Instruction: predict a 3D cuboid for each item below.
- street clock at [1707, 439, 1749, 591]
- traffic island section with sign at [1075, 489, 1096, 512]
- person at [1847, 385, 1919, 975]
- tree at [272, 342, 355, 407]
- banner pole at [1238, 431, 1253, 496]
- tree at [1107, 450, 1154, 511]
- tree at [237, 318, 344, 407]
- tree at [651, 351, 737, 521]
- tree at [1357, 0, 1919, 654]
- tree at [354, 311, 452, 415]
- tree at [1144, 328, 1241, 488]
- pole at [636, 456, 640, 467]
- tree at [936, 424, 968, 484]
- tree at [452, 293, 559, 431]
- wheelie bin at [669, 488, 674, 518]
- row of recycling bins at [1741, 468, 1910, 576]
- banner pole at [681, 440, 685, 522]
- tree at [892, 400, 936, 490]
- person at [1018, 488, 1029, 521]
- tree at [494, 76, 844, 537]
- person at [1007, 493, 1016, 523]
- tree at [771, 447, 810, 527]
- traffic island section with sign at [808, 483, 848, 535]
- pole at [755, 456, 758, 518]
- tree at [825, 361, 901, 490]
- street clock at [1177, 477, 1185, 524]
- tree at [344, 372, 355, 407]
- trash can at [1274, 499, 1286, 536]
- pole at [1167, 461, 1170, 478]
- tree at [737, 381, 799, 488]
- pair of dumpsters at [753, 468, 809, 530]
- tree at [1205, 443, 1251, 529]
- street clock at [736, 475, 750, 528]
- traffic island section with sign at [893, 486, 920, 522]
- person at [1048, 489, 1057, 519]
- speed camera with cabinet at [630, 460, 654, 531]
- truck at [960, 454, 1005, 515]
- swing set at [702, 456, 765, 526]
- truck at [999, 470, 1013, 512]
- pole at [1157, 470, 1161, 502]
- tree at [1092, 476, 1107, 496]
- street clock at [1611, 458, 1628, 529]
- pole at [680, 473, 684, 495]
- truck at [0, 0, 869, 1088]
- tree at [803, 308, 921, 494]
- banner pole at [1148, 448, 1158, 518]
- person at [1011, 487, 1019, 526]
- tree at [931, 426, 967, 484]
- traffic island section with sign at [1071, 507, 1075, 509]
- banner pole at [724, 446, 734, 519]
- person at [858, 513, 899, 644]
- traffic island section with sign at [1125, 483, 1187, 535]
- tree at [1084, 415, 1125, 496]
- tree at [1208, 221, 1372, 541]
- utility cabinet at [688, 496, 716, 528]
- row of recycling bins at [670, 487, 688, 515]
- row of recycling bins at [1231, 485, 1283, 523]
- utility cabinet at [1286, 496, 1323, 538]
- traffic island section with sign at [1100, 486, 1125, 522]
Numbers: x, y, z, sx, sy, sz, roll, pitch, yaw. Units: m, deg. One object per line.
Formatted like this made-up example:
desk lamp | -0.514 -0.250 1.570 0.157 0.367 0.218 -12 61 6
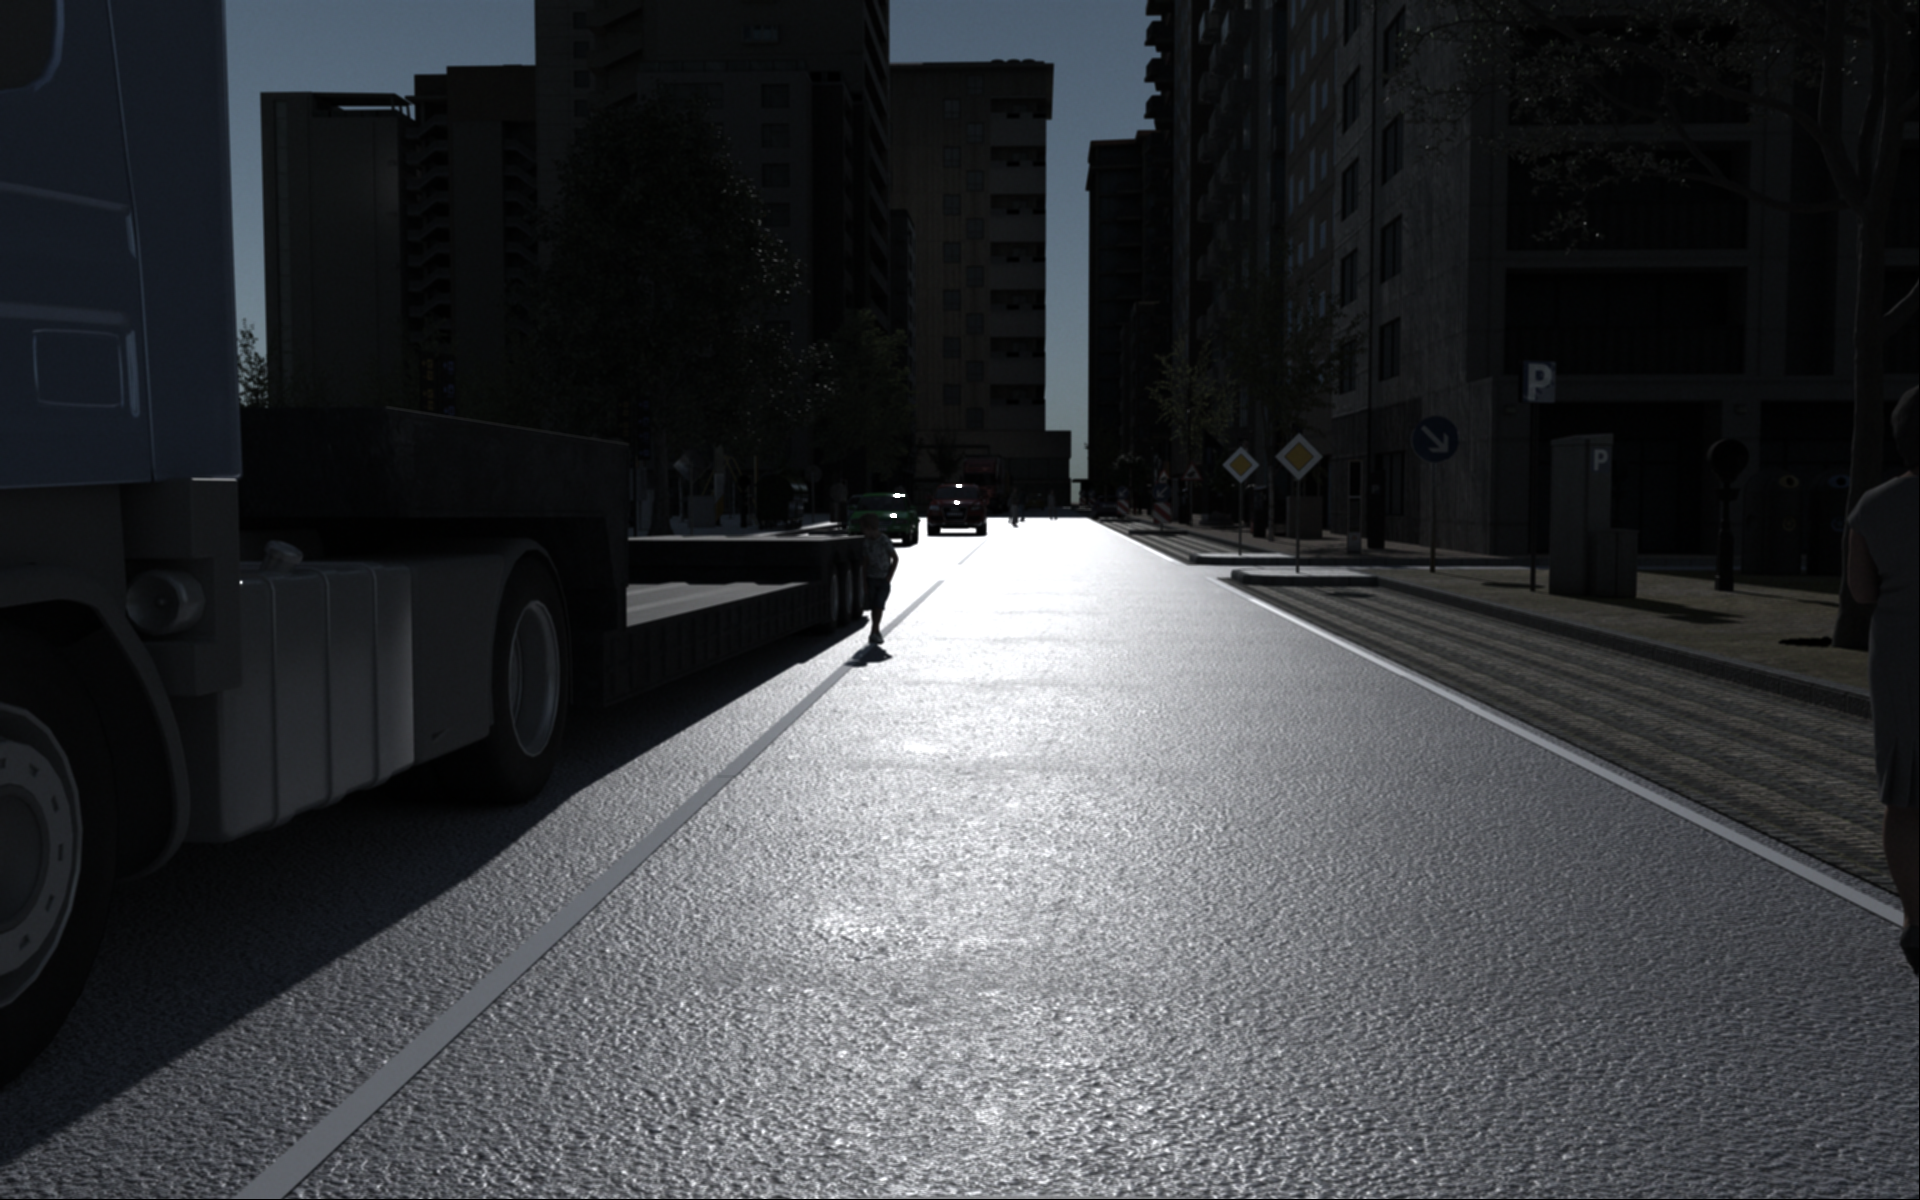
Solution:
street clock | 10.165 -1.126 22.979 0.471 2.002 0.358 0 4 8
traffic island section with sign | 10.396 -7.931 138.293 1.989 1.847 2.006 0 4 3
person | 3.060 0.225 5.175 0.532 1.782 0.716 -3 5 -45
tree | -30.846 -8.121 83.135 4.360 8.622 3.978 0 3 0
banner pole | 11.380 -4.823 68.876 0.863 3.779 0.401 -1 4 -22
tree | 12.648 -8.841 128.264 4.285 4.588 4.351 0 3 0
tree | -29.437 -7.530 73.484 4.737 8.622 4.395 0 3 0
tree | -13.491 -8.144 83.519 4.737 8.622 4.395 0 3 0
tree | 7.660 -6.346 14.122 12.009 13.543 11.850 0 3 0
tree | -21.467 -7.255 68.988 4.737 8.622 4.395 0 3 0
tree | 10.461 -7.796 77.830 4.360 8.622 3.978 0 3 0
pole | -17.179 -6.025 92.351 0.158 3.312 0.155 0 3 0
tree | -1.691 -13.971 178.787 4.360 8.622 3.978 0 3 0
tree | -15.551 -6.830 62.041 4.737 8.622 4.395 0 3 0
wheelie bin | -15.454 -5.083 91.010 0.980 1.594 0.693 -3 5 -40
row of recycling bins | 14.207 -1.228 27.186 3.534 1.692 1.069 1 4 18
banner pole | -12.594 -5.437 78.914 0.401 3.779 0.863 0 4 3
tree | -4.405 -11.178 133.128 4.360 8.622 3.978 0 3 0
person | 3.305 -5.074 91.804 0.721 1.781 0.623 3 4 36
tree | -8.340 -8.020 48.137 9.611 12.733 9.660 0 3 0
person | 2.593 -4.586 86.073 0.503 1.515 0.523 0 4 -7
tree | -6.947 -4.461 67.546 1.663 3.219 1.824 0 3 0
traffic island section with sign | -4.283 -3.234 61.510 1.989 1.847 2.006 0 4 3
pole | -10.767 -5.983 91.671 0.158 3.312 0.155 0 3 0
tree | -5.394 -8.937 96.480 4.737 8.622 4.395 0 3 0
street clock | 9.549 -4.298 74.834 0.358 2.002 0.471 0 4 3
tree | -30.232 -8.602 90.998 4.737 8.622 4.395 0 3 0
trash can | 9.797 -2.513 52.733 0.748 1.137 0.748 0 3 0
pole | 13.001 -6.994 108.191 0.158 3.312 0.155 0 3 0
tree | -10.871 -9.037 98.121 4.737 8.622 4.395 0 3 0
pair of dumpsters | -6.591 -3.740 63.641 1.574 2.255 4.437 0 4 2
tree | 9.610 -4.210 63.433 1.663 3.219 1.824 0 3 0
street clock | -8.267 -3.764 66.112 0.471 2.002 0.358 -2 4 -33
traffic island section with sign | -3.065 -4.923 89.114 1.989 1.847 2.006 0 4 3
person | 5.228 -5.442 98.486 0.512 1.701 0.522 -2 4 -26
speed camera with cabinet | -11.163 -4.075 60.957 0.660 3.252 2.038 1 4 9
truck | 1.746 -8.316 124.879 2.839 4.237 11.283 0 4 4
swing set | -9.658 -4.546 71.955 2.862 2.851 3.119 0 4 0
truck | 2.676 -8.884 141.169 3.469 3.379 9.791 0 4 3
pole | 12.030 -6.778 104.668 0.158 3.312 0.155 0 3 0
tree | 13.970 -10.710 169.710 1.663 3.219 1.824 0 3 0
street clock | 13.381 -1.875 35.234 0.358 2.002 0.471 0 4 0
pole | -15.822 -6.406 98.575 0.158 3.312 0.155 0 3 0
truck | -2.930 -1.304 11.085 2.967 4.110 18.799 0 4 4
tree | -6.058 -11.511 106.334 7.486 12.596 7.792 0 3 0
banner pole | 10.518 -6.344 93.738 0.401 3.779 0.863 -2 4 -24
person | 2.476 -4.188 77.522 0.362 1.759 0.519 1 4 12
tree | -1.314 -14.628 189.533 4.737 8.622 4.395 0 3 0
traffic island section with sign | 11.582 -9.585 165.348 1.989 1.847 2.006 0 4 3
banner pole | -12.144 -6.112 89.944 0.863 3.779 0.401 -3 4 -38
person | -0.791 -0.214 16.688 0.352 1.250 0.332 -2 4 -29
traffic island section with sign | 6.999 -3.228 61.403 1.989 1.847 2.006 0 4 3
tree | 13.599 -12.913 161.492 4.737 8.622 4.395 0 3 0
tree | 8.603 -5.895 46.746 4.737 8.622 4.395 0 3 0
utility cabinet | -9.836 -3.352 65.963 1.020 1.237 0.306 0 4 1
row of recycling bins | -17.229 -6.065 106.280 1.069 1.692 3.534 0 4 -3
row of recycling bins | 12.547 -4.259 76.755 3.534 1.692 1.069 0 4 -2
utility cabinet | 10.060 -2.412 50.603 1.020 1.237 0.306 -1 4 -10
traffic island section with sign | 8.218 -4.914 88.971 1.989 1.847 2.006 0 4 3
